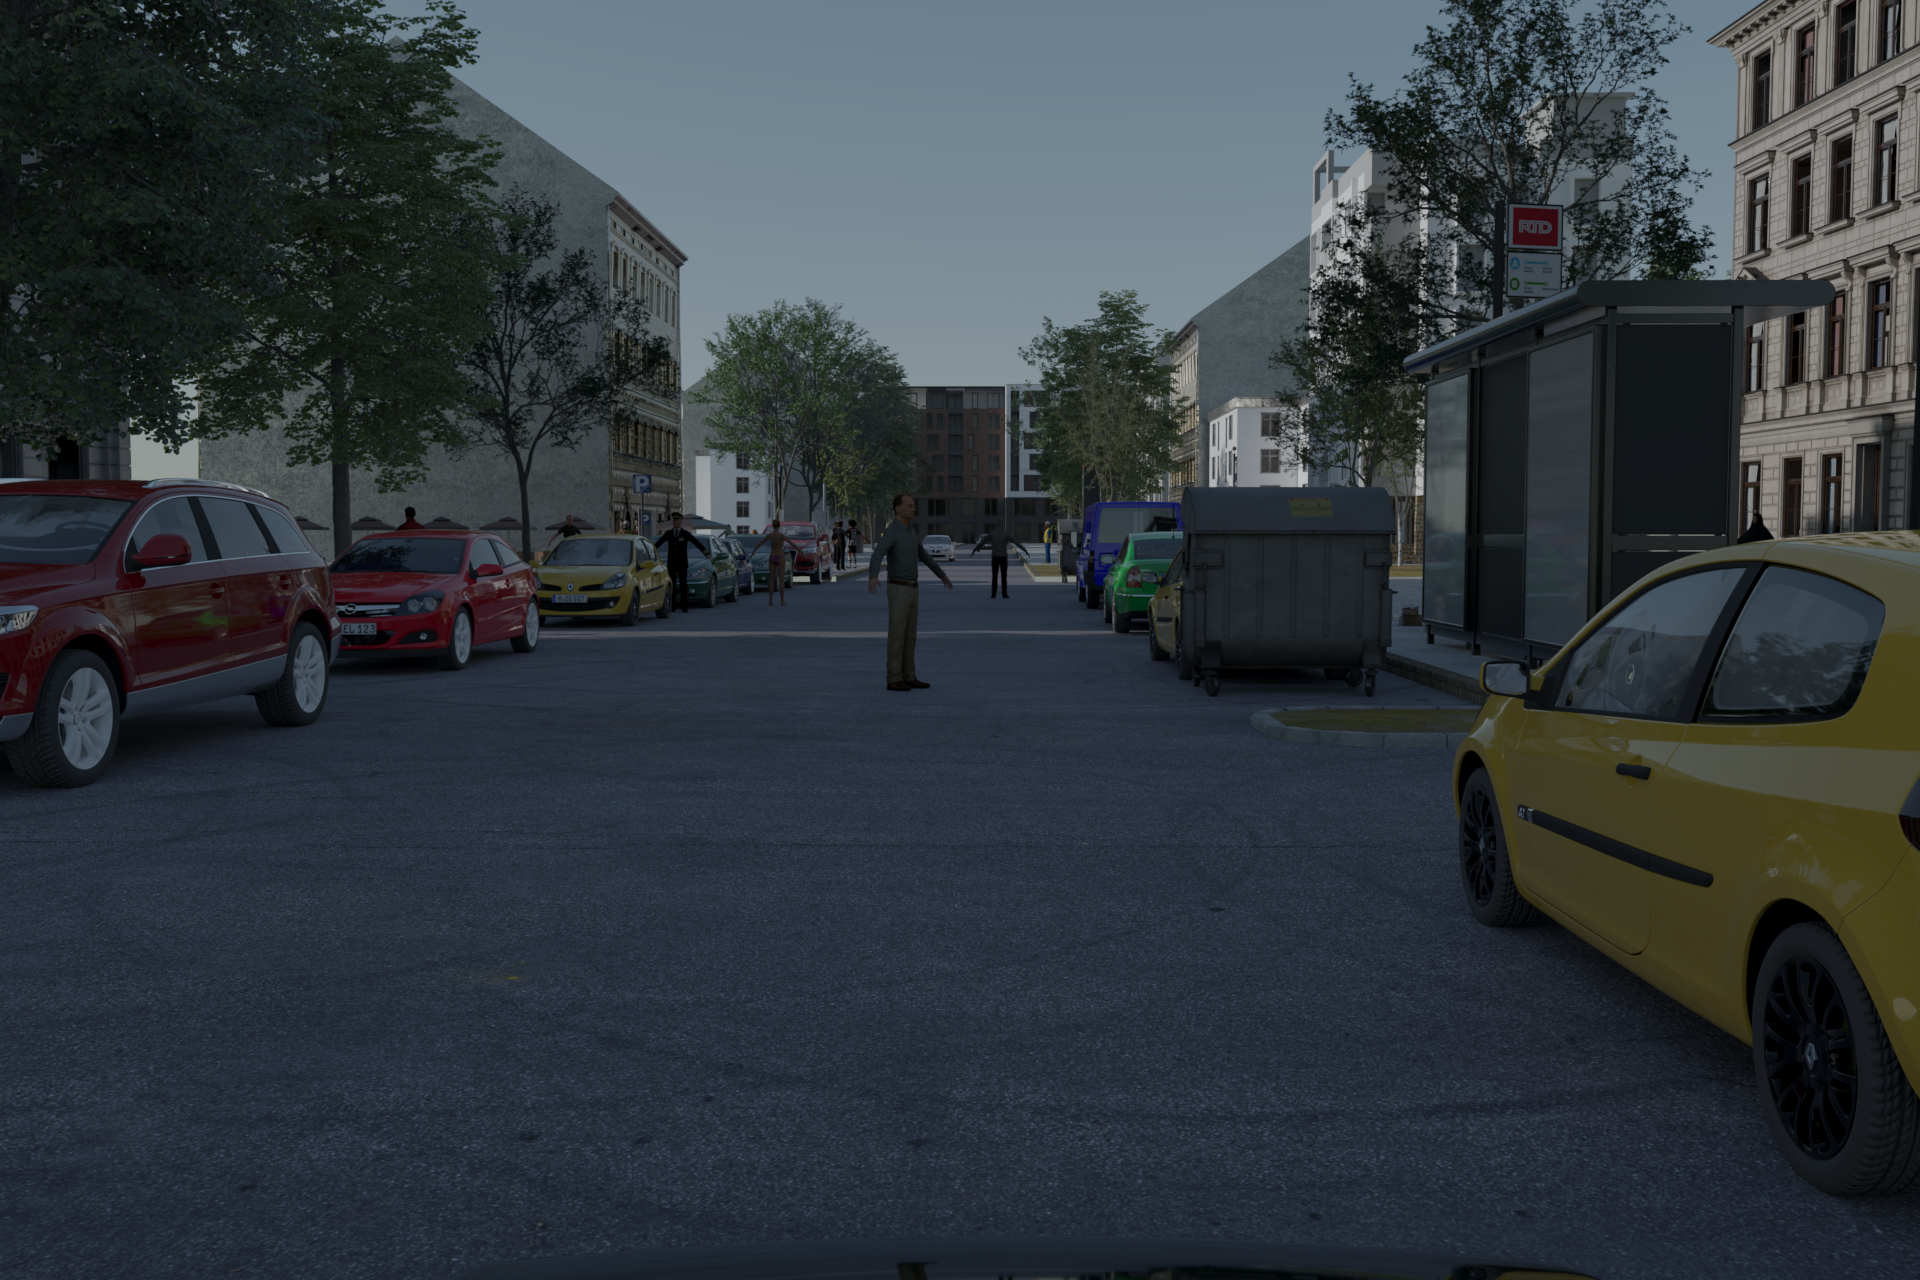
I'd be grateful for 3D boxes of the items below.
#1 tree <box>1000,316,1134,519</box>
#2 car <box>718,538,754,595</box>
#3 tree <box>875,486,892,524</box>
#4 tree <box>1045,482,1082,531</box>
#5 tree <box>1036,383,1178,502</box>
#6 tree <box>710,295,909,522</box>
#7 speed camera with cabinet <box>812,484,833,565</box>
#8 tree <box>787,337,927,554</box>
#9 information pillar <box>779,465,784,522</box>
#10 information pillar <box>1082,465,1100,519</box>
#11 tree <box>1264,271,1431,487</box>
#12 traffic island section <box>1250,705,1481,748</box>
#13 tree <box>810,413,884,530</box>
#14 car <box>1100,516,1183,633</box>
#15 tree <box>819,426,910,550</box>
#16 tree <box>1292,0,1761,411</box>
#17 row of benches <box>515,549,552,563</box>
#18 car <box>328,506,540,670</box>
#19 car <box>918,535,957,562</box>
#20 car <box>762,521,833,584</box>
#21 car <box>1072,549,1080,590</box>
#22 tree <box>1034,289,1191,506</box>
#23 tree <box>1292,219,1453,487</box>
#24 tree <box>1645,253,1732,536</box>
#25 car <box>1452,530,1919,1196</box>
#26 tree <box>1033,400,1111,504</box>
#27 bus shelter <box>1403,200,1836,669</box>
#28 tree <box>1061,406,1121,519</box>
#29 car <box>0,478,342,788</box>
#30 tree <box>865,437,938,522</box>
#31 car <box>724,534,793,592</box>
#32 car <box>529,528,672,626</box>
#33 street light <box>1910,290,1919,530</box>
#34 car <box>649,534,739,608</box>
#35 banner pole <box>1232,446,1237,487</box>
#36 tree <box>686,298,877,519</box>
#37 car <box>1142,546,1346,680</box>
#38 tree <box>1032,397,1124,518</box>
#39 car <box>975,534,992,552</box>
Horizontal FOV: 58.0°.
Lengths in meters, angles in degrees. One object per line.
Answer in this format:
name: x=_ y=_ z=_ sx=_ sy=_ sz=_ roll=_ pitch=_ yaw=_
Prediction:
tree: x=9.430 y=-17.948 z=149.337 sx=12.611 sy=20.169 sz=13.585 roll=0 pitch=3 yaw=0
car: x=-5.778 y=-1.652 z=39.596 sx=1.945 sy=1.354 sz=3.894 roll=0 pitch=4 yaw=2
tree: x=-6.134 y=-12.644 z=157.094 sx=4.360 sy=8.622 sz=3.978 roll=0 pitch=3 yaw=0
tree: x=8.850 y=-11.477 z=138.019 sx=4.737 sy=8.622 sz=4.395 roll=0 pitch=3 yaw=0
tree: x=8.463 y=-10.153 z=100.419 sx=8.767 sy=10.594 sz=7.601 roll=1 pitch=4 yaw=9
tree: x=-7.512 y=-10.883 z=88.300 sx=12.009 sy=13.543 sz=11.850 roll=0 pitch=3 yaw=0
speed camera with cabinet: x=-5.460 y=-4.544 z=68.637 sx=0.660 sy=3.252 sz=2.038 roll=0 pitch=4 yaw=3
tree: x=-6.686 y=-12.686 z=114.075 sx=9.857 sy=13.997 sz=8.962 roll=0 pitch=3 yaw=0
information pillar: x=-6.044 y=-4.115 z=58.643 sx=0.183 sy=3.616 sz=0.504 roll=0 pitch=4 yaw=2
information pillar: x=4.963 y=-4.655 z=65.493 sx=0.750 sy=3.857 sz=0.750 roll=0 pitch=4 yaw=1
tree: x=14.089 y=-7.711 z=60.483 sx=7.601 sy=10.594 sz=8.767 roll=1 pitch=4 yaw=18
traffic island section: x=3.167 y=0.627 z=12.614 sx=1.991 sy=0.108 sz=1.994 roll=0 pitch=4 yaw=1
tree: x=-6.714 y=-9.068 z=98.623 sx=4.737 sy=8.622 sz=4.395 roll=0 pitch=3 yaw=0
car: x=3.151 y=-1.079 z=26.440 sx=1.959 sy=1.807 sz=4.718 roll=0 pitch=4 yaw=2
tree: x=-7.118 y=-12.377 z=136.775 sx=7.601 sy=10.594 sz=8.767 roll=3 pitch=5 yaw=41
tree: x=8.796 y=-5.689 z=27.434 sx=7.601 sy=10.594 sz=8.767 roll=1 pitch=4 yaw=14
row of benches: x=-18.107 y=-3.386 z=70.816 sx=4.104 sy=0.672 sz=1.422 roll=-3 pitch=5 yaw=-40
car: x=-6.088 y=-0.643 z=19.551 sx=2.155 sy=1.783 sz=4.494 roll=0 pitch=4 yaw=1
car: x=-1.213 y=-4.843 z=91.547 sx=2.083 sy=1.381 sz=4.827 roll=0 pitch=4 yaw=1
car: x=-4.929 y=-2.586 z=50.949 sx=2.281 sy=1.827 sz=5.304 roll=0 pitch=4 yaw=1
car: x=3.844 y=-2.058 z=43.442 sx=2.009 sy=1.686 sz=4.222 roll=0 pitch=4 yaw=1
tree: x=7.072 y=-9.933 z=80.536 sx=7.486 sy=12.596 sz=7.792 roll=0 pitch=3 yaw=0
tree: x=9.863 y=-5.583 z=41.644 sx=4.737 sy=8.622 sz=4.395 roll=0 pitch=3 yaw=0
tree: x=28.144 y=-9.180 z=68.218 sx=7.486 sy=12.596 sz=7.792 roll=0 pitch=3 yaw=0
car: x=2.718 y=0.310 z=5.163 sx=2.015 sy=1.641 sz=3.980 roll=0 pitch=4 yaw=1
tree: x=8.069 y=-10.993 z=114.153 sx=7.601 sy=10.594 sz=8.767 roll=-3 pitch=5 yaw=-41
bus shelter: x=6.225 y=-2.507 z=18.625 sx=2.179 sy=5.291 sz=8.768 roll=0 pitch=4 yaw=1
tree: x=7.419 y=-8.695 z=92.519 sx=4.737 sy=8.622 sz=4.395 roll=0 pitch=3 yaw=0
car: x=-5.906 y=-0.172 z=11.481 sx=2.281 sy=1.827 sz=5.304 roll=0 pitch=4 yaw=2
tree: x=-5.916 y=-13.056 z=147.885 sx=8.767 sy=10.594 sz=7.601 roll=0 pitch=4 yaw=6
car: x=-5.372 y=-1.997 z=44.444 sx=2.131 sy=1.459 sz=4.920 roll=0 pitch=4 yaw=1
car: x=-5.838 y=-1.095 z=28.122 sx=2.015 sy=1.641 sz=3.980 roll=0 pitch=4 yaw=2
street light: x=6.528 y=-2.334 z=10.703 sx=1.470 sy=5.913 sz=1.316 roll=0 pitch=4 yaw=1
car: x=-5.636 y=-1.424 z=35.086 sx=2.131 sy=1.459 sz=4.920 roll=0 pitch=4 yaw=2
banner pole: x=7.816 y=-3.624 z=49.263 sx=0.401 sy=3.779 sz=0.863 roll=0 pitch=4 yaw=1
tree: x=-7.802 y=-9.141 z=75.206 sx=9.928 sy=11.665 sz=9.643 roll=0 pitch=3 yaw=0
car: x=2.995 y=-0.502 z=18.437 sx=2.015 sy=1.641 sz=3.980 roll=0 pitch=4 yaw=0
tree: x=9.107 y=-12.386 z=128.274 sx=9.928 sy=11.665 sz=9.643 roll=0 pitch=3 yaw=0
car: x=2.184 y=-7.850 z=138.134 sx=2.009 sy=1.686 sz=4.222 roll=0 pitch=3 yaw=0
